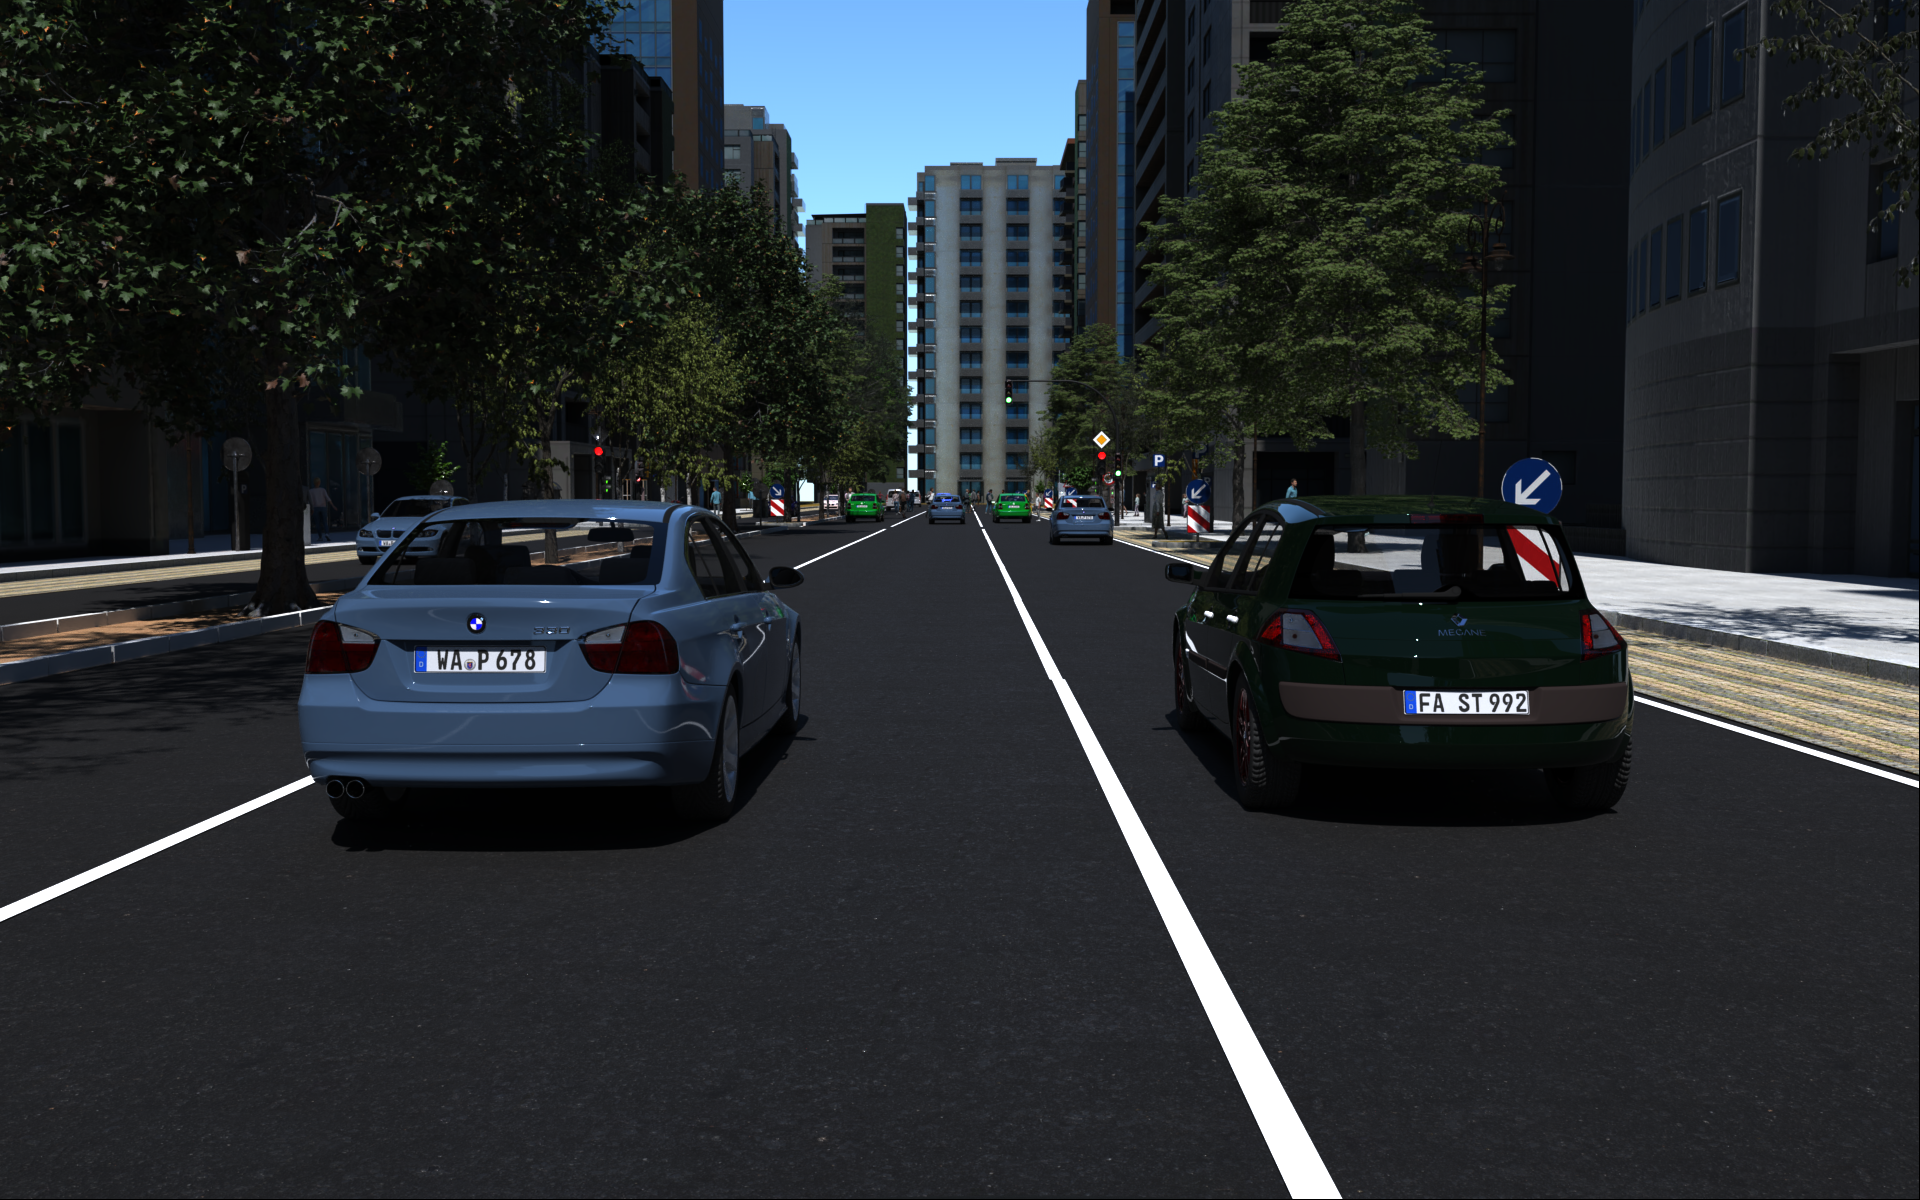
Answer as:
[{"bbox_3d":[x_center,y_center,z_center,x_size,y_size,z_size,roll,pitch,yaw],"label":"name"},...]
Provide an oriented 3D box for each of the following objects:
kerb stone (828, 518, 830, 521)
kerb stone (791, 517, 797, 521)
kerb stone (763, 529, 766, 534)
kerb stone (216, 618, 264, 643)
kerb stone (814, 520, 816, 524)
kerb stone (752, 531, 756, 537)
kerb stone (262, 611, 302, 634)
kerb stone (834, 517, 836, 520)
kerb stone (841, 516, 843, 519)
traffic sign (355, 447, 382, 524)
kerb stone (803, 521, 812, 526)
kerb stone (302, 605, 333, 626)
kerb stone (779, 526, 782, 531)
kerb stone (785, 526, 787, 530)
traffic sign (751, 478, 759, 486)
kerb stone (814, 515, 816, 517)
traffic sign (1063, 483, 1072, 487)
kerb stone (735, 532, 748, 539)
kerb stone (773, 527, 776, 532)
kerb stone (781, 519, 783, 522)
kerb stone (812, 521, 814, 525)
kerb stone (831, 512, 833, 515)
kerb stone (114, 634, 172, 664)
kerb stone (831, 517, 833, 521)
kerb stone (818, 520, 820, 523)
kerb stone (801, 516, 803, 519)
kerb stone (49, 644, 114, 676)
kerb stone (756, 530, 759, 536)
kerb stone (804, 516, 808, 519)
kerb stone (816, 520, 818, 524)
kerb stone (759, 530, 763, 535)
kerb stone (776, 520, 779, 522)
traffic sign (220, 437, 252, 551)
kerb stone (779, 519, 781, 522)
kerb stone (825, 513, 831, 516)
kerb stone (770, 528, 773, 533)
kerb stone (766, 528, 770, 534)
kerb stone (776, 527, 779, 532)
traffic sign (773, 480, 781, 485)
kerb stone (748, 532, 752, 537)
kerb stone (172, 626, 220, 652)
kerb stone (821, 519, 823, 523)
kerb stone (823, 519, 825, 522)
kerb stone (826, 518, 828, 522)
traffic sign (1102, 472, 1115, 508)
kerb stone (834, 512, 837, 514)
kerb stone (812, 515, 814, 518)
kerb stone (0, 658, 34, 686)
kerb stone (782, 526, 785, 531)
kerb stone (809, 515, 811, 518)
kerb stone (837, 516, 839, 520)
[{"bbox_3d":[-6.956,-4.113,89.482,0.120,0.150,1.000,0,4,0],"label":"kerb stone"},{"bbox_3d":[-9.043,-4.431,94.642,0.120,0.150,1.000,0,4,0],"label":"kerb stone"},{"bbox_3d":[-7.051,-2.389,61.255,0.120,0.150,1.000,0,4,0],"label":"kerb stone"},{"bbox_3d":[-7.194,0.307,17.182,0.120,0.150,1.000,0,4,0],"label":"kerb stone"},{"bbox_3d":[-6.991,-3.614,81.288,0.120,0.150,1.000,0,4,0],"label":"kerb stone"},{"bbox_3d":[-7.059,-2.200,58.171,0.120,0.150,1.000,0,4,0],"label":"kerb stone"},{"bbox_3d":[-7.195,0.244,18.205,0.120,0.150,1.000,0,4,0],"label":"kerb stone"},{"bbox_3d":[-6.950,-4.367,93.600,0.120,0.150,1.000,0,4,0],"label":"kerb stone"},{"bbox_3d":[-6.933,-4.675,98.735,0.120,0.150,1.000,0,4,0],"label":"kerb stone"},{"bbox_3d":[-16.133,-2.882,47.234,0.768,2.556,0.104,1,4,9],"label":"traffic sign"},{"bbox_3d":[-6.993,-3.489,79.238,0.120,0.150,1.000,0,4,0],"label":"kerb stone"},{"bbox_3d":[-7.186,0.181,19.235,0.120,0.150,1.000,0,4,0],"label":"kerb stone"},{"bbox_3d":[-7.037,-2.702,66.377,0.120,0.150,1.000,0,4,0],"label":"kerb stone"},{"bbox_3d":[-7.031,-2.828,68.427,0.120,0.150,1.000,0,4,0],"label":"kerb stone"},{"bbox_3d":[-16.036,-8.262,135.192,0.768,2.556,0.104,0,4,4],"label":"traffic sign"},{"bbox_3d":[-9.001,-5.059,104.916,0.120,0.150,1.000,0,4,0],"label":"kerb stone"},{"bbox_3d":[8.463,-8.257,135.006,0.884,2.594,0.081,0,4,6],"label":"traffic sign"},{"bbox_3d":[-7.070,-2.075,56.123,0.120,0.150,1.000,0,4,0],"label":"kerb stone"},{"bbox_3d":[-7.042,-2.577,64.323,0.120,0.150,1.000,0,4,0],"label":"kerb stone"},{"bbox_3d":[-9.065,-3.927,86.432,0.120,0.150,1.000,0,4,0],"label":"kerb stone"},{"bbox_3d":[-6.989,-3.544,80.266,0.120,0.150,1.000,0,4,0],"label":"kerb stone"},{"bbox_3d":[-8.960,-5.874,118.239,0.120,0.150,1.000,0,4,0],"label":"kerb stone"},{"bbox_3d":[-7.204,0.432,15.138,0.120,0.150,1.000,0,4,0],"label":"kerb stone"},{"bbox_3d":[-6.942,-4.241,91.529,0.120,0.150,1.000,0,4,0],"label":"kerb stone"},{"bbox_3d":[-6.979,-3.738,83.338,0.120,0.150,1.000,0,4,0],"label":"kerb stone"},{"bbox_3d":[-9.036,-4.557,96.696,0.120,0.150,1.000,0,4,0],"label":"kerb stone"},{"bbox_3d":[-7.217,0.495,14.105,0.120,0.150,1.000,0,4,0],"label":"kerb stone"},{"bbox_3d":[-7.060,-2.263,59.195,0.120,0.150,1.000,0,4,0],"label":"kerb stone"},{"bbox_3d":[-9.025,-4.745,99.777,0.120,0.150,1.000,0,4,0],"label":"kerb stone"},{"bbox_3d":[-6.983,-3.677,82.316,0.120,0.150,1.000,0,4,0],"label":"kerb stone"},{"bbox_3d":[-7.057,-2.325,60.217,0.120,0.150,1.000,0,4,0],"label":"kerb stone"},{"bbox_3d":[-9.074,-3.801,84.376,0.120,0.150,1.000,0,4,0],"label":"kerb stone"},{"bbox_3d":[-16.182,-2.361,38.713,0.768,2.556,0.104,1,4,9],"label":"traffic sign"},{"bbox_3d":[-9.069,-3.866,85.408,0.120,0.150,1.000,0,4,0],"label":"kerb stone"},{"bbox_3d":[-8.966,-5.809,117.201,0.120,0.150,1.000,0,4,0],"label":"kerb stone"},{"bbox_3d":[-7.040,-2.512,63.299,0.120,0.150,1.000,0,4,0],"label":"kerb stone"},{"bbox_3d":[-7.048,-2.451,62.277,0.120,0.150,1.000,0,4,0],"label":"kerb stone"},{"bbox_3d":[-7.048,-2.639,65.345,0.120,0.150,1.000,0,4,0],"label":"kerb stone"},{"bbox_3d":[-16.164,-9.333,152.703,0.768,2.556,0.104,0,4,8],"label":"traffic sign"},{"bbox_3d":[-7.069,-2.137,57.149,0.120,0.150,1.000,0,4,0],"label":"kerb stone"},{"bbox_3d":[-7.203,0.376,16.160,0.120,0.150,1.000,0,4,0],"label":"kerb stone"},{"bbox_3d":[-6.970,-3.856,85.383,0.120,0.150,1.000,0,4,0],"label":"kerb stone"},{"bbox_3d":[-6.966,-3.927,86.407,0.120,0.150,1.000,0,4,0],"label":"kerb stone"},{"bbox_3d":[-6.961,-4.048,88.460,0.120,0.150,1.000,0,4,0],"label":"kerb stone"},{"bbox_3d":[8.531,-6.073,99.392,0.768,2.556,0.104,0,4,4],"label":"traffic sign"},{"bbox_3d":[-8.947,-6.113,122.334,0.120,0.150,1.000,0,4,0],"label":"kerb stone"},{"bbox_3d":[-9.009,-4.992,103.887,0.120,0.150,1.000,0,4,0],"label":"kerb stone"},{"bbox_3d":[-7.214,0.560,13.083,0.120,0.150,1.000,0,4,0],"label":"kerb stone"},{"bbox_3d":[-7.035,-2.761,67.405,0.120,0.150,1.000,0,4,0],"label":"kerb stone"},{"bbox_3d":[-9.020,-4.866,101.837,0.120,0.150,1.000,0,4,0],"label":"kerb stone"},{"bbox_3d":[-6.945,-4.493,95.660,0.120,0.150,1.000,0,4,0],"label":"kerb stone"}]
